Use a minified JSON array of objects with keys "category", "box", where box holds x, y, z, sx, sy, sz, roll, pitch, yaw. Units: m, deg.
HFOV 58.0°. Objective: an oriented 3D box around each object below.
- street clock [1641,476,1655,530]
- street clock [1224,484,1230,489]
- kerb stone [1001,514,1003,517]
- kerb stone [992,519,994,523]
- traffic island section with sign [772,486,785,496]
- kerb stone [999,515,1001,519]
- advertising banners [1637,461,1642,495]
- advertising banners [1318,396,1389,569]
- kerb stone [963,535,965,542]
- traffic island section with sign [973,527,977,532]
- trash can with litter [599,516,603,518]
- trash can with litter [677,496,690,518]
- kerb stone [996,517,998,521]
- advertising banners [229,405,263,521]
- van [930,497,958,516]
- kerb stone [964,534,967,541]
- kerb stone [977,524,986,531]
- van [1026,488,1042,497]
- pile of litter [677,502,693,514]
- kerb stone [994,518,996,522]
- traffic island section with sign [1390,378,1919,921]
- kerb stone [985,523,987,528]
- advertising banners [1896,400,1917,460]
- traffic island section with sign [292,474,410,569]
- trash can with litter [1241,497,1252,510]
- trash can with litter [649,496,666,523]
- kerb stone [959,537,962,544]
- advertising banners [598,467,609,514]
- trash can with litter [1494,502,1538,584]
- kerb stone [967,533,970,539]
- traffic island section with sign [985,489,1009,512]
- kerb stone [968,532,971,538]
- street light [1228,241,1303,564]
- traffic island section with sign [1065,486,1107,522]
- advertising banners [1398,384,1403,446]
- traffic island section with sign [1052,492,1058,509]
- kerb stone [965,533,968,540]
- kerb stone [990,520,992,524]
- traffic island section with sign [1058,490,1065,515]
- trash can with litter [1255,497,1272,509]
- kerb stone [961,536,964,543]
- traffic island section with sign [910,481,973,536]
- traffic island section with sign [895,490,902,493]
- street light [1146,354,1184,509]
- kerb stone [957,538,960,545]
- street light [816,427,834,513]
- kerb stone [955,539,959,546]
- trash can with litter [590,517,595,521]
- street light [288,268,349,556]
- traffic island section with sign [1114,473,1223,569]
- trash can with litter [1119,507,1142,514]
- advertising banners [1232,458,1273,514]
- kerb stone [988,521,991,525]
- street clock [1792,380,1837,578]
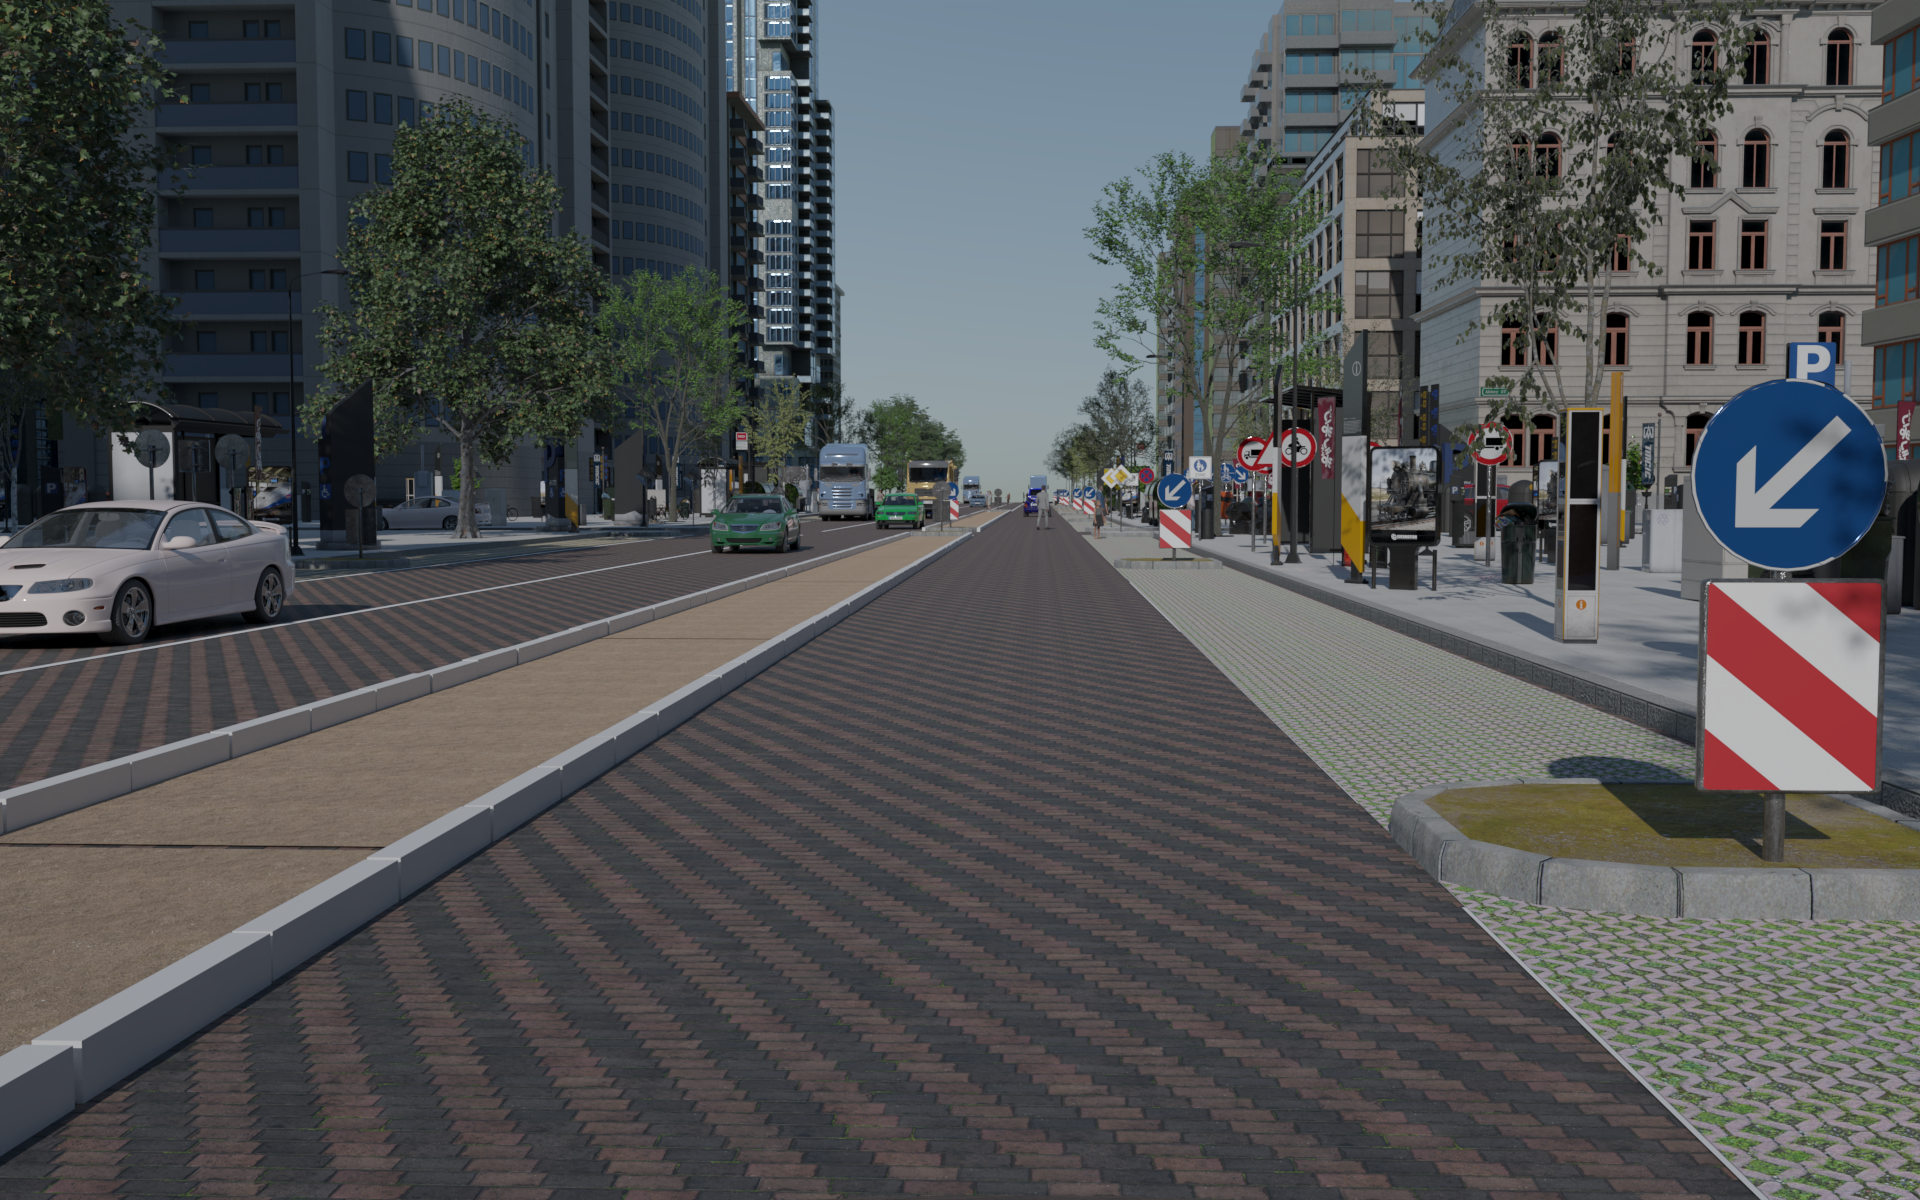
[{"category":"street clock","box":[22.674,-3.220,57.210,0.471,2.002,0.358,0,4,-7]},{"category":"street clock","box":[18.335,-6.984,118.761,0.471,2.002,0.358,2,4,32]},{"category":"kerb stone","box":[2.273,-4.775,100.327,0.120,0.150,1.000,0,4,3]},{"category":"kerb stone","box":[1.384,-3.587,80.847,0.120,0.150,1.000,0,4,3]},{"category":"traffic island section with sign","box":[-9.389,-4.942,89.436,1.989,1.847,2.006,0,4,3]},{"category":"kerb stone","box":[2.040,-4.464,95.187,0.120,0.150,1.000,0,4,3]},{"category":"advertising banners","box":[30.180,-5.009,78.091,2.074,3.025,0.090,-2,4,-26]},{"category":"advertising banners","box":[6.905,-2.094,30.433,0.090,3.025,2.074,-2,4,-25]},{"category":"kerb stone","box":[0.004,-1.740,50.663,0.120,0.150,1.000,0,4,3]},{"category":"traffic island section with sign","box":[-0.322,-3.573,66.557,2.006,1.907,1.989,0,4,3]},{"category":"trash can with litter","box":[-19.039,-5.075,94.041,1.678,1.210,2.233,-1,4,-11]},{"category":"trash can with litter","box":[-15.006,-4.987,92.929,1.055,1.170,0.624,0,4,0]},{"category":"kerb stone","box":[1.711,-4.026,88.018,0.120,0.150,1.000,0,4,3]},{"category":"advertising banners","box":[-13.769,-2.282,33.493,0.090,3.025,2.074,0,4,-5]},{"category":"van","box":[-1.101,-6.596,114.850,2.013,2.044,4.112,0,4,2]},{"category":"kerb stone","box":[0.052,-1.804,51.684,0.120,0.150,1.000,0,4,3]},{"category":"kerb stone","box":[0.864,-2.899,69.597,0.120,0.150,1.000,0,4,3]},{"category":"van","box":[8.286,-11.176,187.109,2.240,2.365,5.245,0,4,2]},{"category":"pile of litter","box":[-17.878,-5.928,110.894,1.719,0.858,1.176,-1,4,-9]},{"category":"kerb stone","box":[1.569,-3.838,84.945,0.120,0.150,1.000,0,4,3]},{"category":"traffic island section with sign","box":[2.777,0.116,6.737,1.989,1.847,2.006,0,4,3]},{"category":"kerb stone","box":[0.920,-2.962,70.617,0.120,0.150,1.000,0,4,3]},{"category":"advertising banners","box":[17.022,-2.199,32.138,2.074,3.025,0.090,-2,4,-26]},{"category":"traffic island section with sign","box":[-11.924,-1.546,33.913,1.989,1.847,2.006,0,4,3]},{"category":"trash can with litter","box":[12.685,-4.005,76.870,0.624,1.170,1.055,3,5,39]},{"category":"trash can with litter","box":[-13.713,-3.965,75.887,1.678,1.210,2.233,1,4,17]},{"category":"kerb stone","box":[-0.085,-1.615,48.599,0.120,0.150,1.000,0,4,3]},{"category":"advertising banners","box":[-23.286,-7.158,113.217,0.090,3.025,2.074,-2,4,-29]},{"category":"trash can with litter","box":[7.969,-0.829,24.946,0.624,1.170,1.055,1,4,12]},{"category":"kerb stone","box":[0.154,-1.923,53.733,0.120,0.150,1.000,0,4,3]},{"category":"traffic island section with sign","box":[3.095,-8.164,141.618,2.006,1.907,1.989,0,4,3]},{"category":"kerb stone","box":[0.193,-1.991,54.755,0.120,0.150,1.000,0,4,3]},{"category":"street light","box":[5.630,-3.634,31.952,1.470,5.913,1.316,0,4,3]},{"category":"traffic island section with sign","box":[6.563,-4.947,89.507,1.989,1.847,2.006,0,4,3]},{"category":"advertising banners","box":[6.925,-1.890,27.083,0.090,3.025,2.074,1,4,12]},{"category":"traffic island section with sign","box":[10.074,-9.661,166.583,1.989,1.847,2.006,0,4,3]},{"category":"kerb stone","box":[0.099,-1.866,52.706,0.120,0.150,1.000,0,4,3]},{"category":"kerb stone","box":[1.243,-3.400,77.778,0.120,0.150,1.000,0,4,3]},{"category":"traffic island section with sign","box":[7.770,-6.594,116.435,1.989,1.847,2.006,0,4,3]},{"category":"trash can with litter","box":[11.860,-3.371,66.499,0.624,1.170,1.055,-1,4,-21]},{"category":"kerb stone","box":[-0.043,-1.678,49.636,0.120,0.150,1.000,0,4,3]},{"category":"traffic island section with sign","box":[-0.670,-3.121,59.158,2.006,1.907,1.989,0,4,3]},{"category":"traffic island section with sign","box":[-5.863,-9.666,166.674,1.989,1.847,2.006,0,4,3]},{"category":"street light","box":[6.880,-5.211,57.737,1.470,5.913,1.316,0,4,3]},{"category":"kerb stone","box":[-0.144,-1.552,47.579,0.120,0.150,1.000,0,4,3]},{"category":"street light","box":[-9.404,-9.022,120.043,1.470,5.913,1.316,0,4,3]},{"category":"kerb stone","box":[-0.185,-1.490,46.550,0.120,0.150,1.000,0,4,3]},{"category":"trash can with litter","box":[-18.927,-4.424,83.388,2.233,1.210,1.678,3,5,42]},{"category":"street light","box":[-13.276,-3.871,35.828,1.470,5.913,1.316,0,4,3]},{"category":"traffic island section with sign","box":[4.010,-1.531,33.664,1.989,1.847,2.006,0,4,3]},{"category":"trash can with litter","box":[11.721,-6.291,113.909,2.233,1.210,1.678,3,5,40]},{"category":"advertising banners","box":[14.288,-5.399,84.460,2.074,3.025,0.090,2,4,24]},{"category":"kerb stone","box":[1.150,-3.270,75.734,0.120,0.150,1.000,0,4,3]},{"category":"street clock","box":[5.440,-0.405,11.188,0.471,2.002,0.358,0,4,6]}]
